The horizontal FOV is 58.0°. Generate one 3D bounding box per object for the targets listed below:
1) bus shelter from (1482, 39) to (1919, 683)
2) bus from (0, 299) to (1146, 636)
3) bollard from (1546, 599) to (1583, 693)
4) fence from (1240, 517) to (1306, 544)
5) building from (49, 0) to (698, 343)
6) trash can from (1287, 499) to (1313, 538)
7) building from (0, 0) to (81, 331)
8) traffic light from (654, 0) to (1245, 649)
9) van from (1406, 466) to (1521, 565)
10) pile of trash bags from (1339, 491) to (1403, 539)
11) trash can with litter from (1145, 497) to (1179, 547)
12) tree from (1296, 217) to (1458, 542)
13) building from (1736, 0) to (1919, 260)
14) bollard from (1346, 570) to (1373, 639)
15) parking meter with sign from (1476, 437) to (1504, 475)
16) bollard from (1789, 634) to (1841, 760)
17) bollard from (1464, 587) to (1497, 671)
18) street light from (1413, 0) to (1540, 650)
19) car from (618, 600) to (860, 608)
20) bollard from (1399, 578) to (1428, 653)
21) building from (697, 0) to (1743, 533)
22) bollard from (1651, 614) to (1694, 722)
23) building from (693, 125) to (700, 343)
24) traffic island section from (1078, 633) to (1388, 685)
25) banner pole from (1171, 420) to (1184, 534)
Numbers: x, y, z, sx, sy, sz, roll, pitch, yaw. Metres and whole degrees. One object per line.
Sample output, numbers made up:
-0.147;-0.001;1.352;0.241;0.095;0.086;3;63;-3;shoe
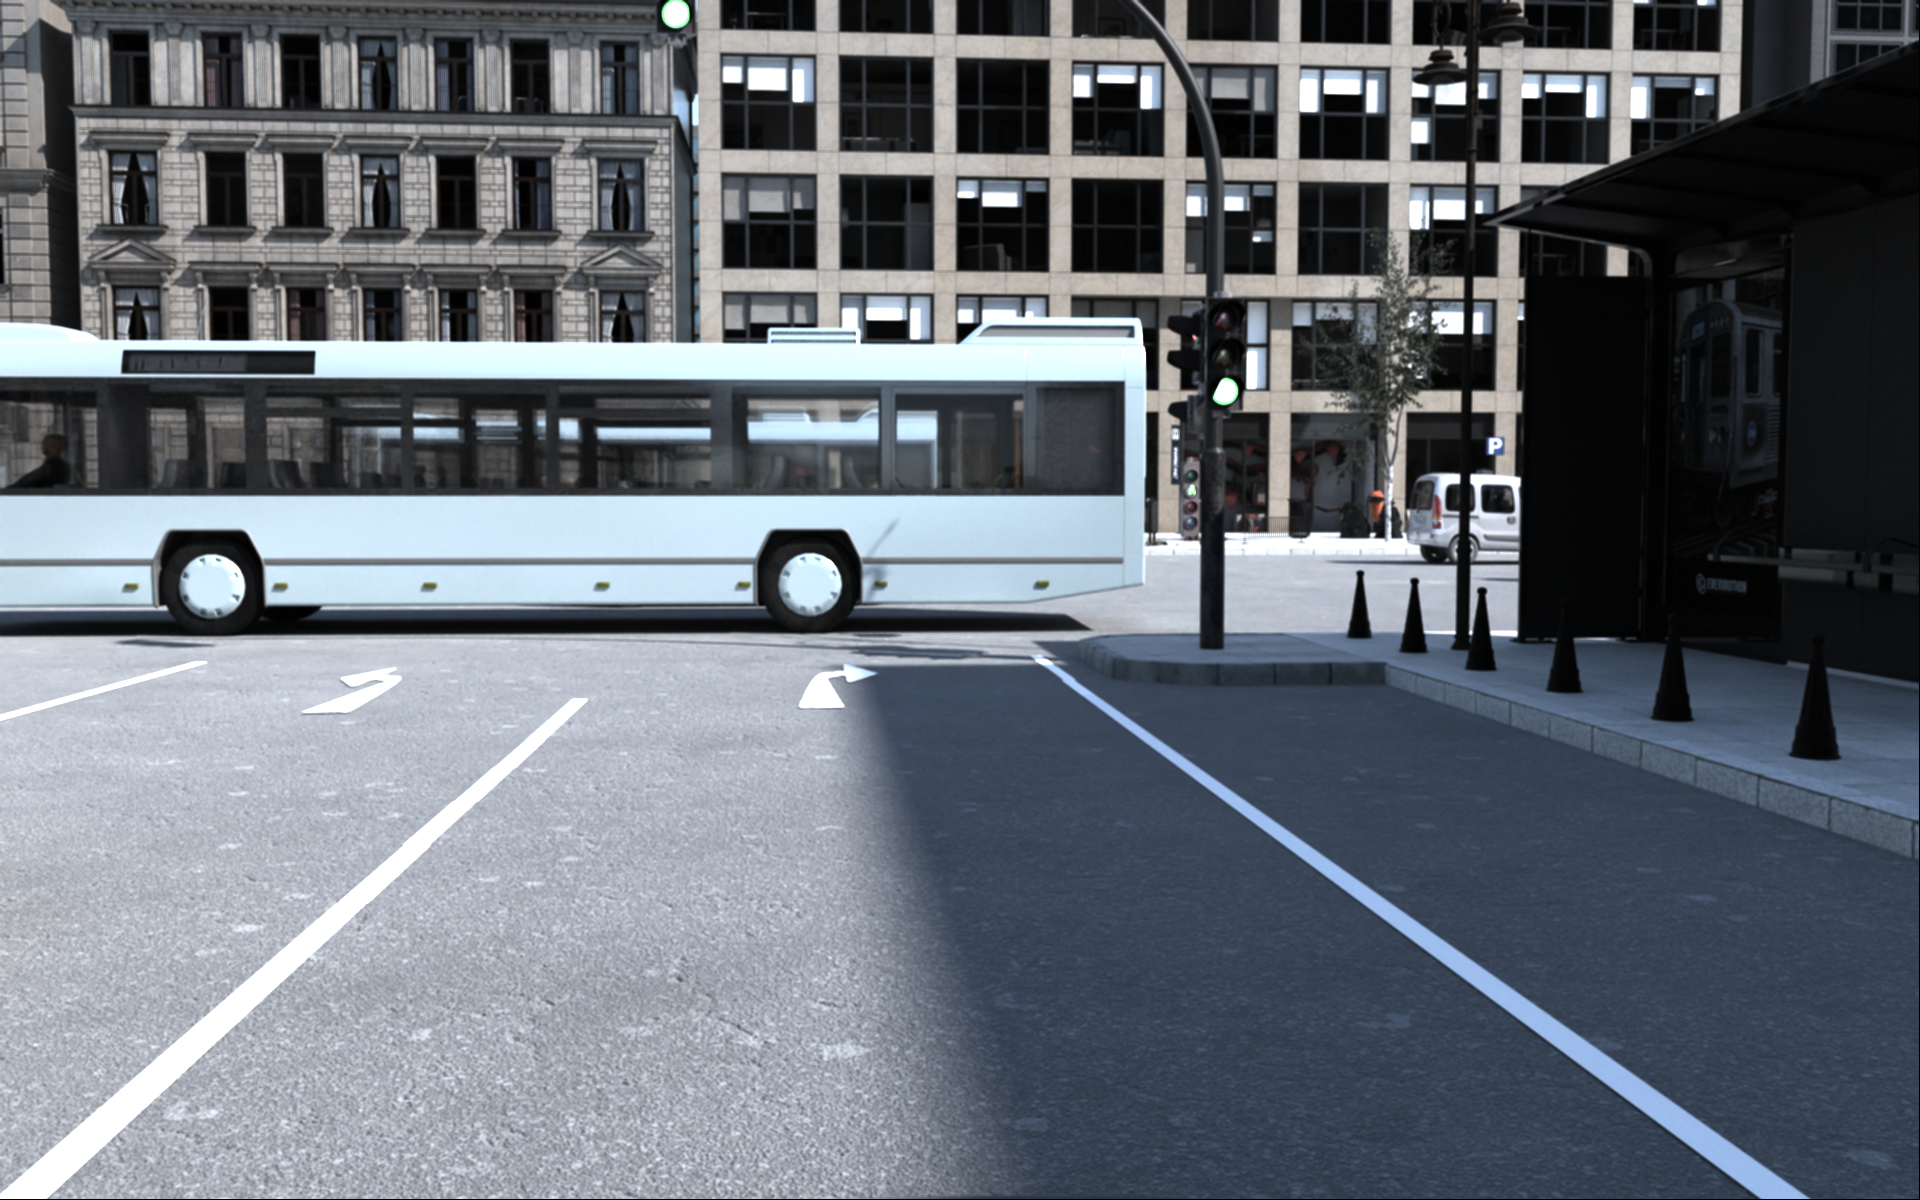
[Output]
5.571;-1.259;11.871;1.731;3.624;6.357;0;4;-5;bus shelter
-4.769;-1.456;18.667;13.247;3.499;2.948;0;4;-3;bus
3.931;0.293;11.250;0.229;0.601;0.229;0;3;0;bollard
8.145;-1.812;44.997;2.069;0.683;0.278;-2;4;-32;fence
-18.260;-11.823;57.929;19.286;19.102;10.561;0;4;-5;building
9.879;-2.368;50.377;0.748;1.137;0.748;0;3;0;trash can
-40.508;-15.907;57.338;25.104;27.353;12.463;0;4;-5;building
-0.010;-2.405;13.991;4.771;5.953;1.251;0;4;-5;traffic light
11.382;-1.755;35.702;4.112;2.044;2.013;0;4;-6;van
12.226;-2.542;51.308;1.912;1.369;3.447;1;4;17;pile of trash bags
4.608;-1.964;43.173;1.678;1.210;2.233;1;4;18;trash can with litter
11.410;-5.875;46.418;4.360;8.622;3.978;0;3;0;tree
38.091;-16.601;64.933;24.014;27.812;14.314;0;4;-5;building
3.572;0.035;15.466;0.229;0.601;0.229;0;3;0;bollard
16.404;-3.531;53.988;0.543;3.016;1.738;0;4;1;parking meter with sign
4.175;0.465;8.440;0.229;0.601;0.229;0;3;0;bollard
3.809;0.207;12.653;0.229;0.601;0.229;0;3;0;bollard
4.148;-2.528;14.125;0.468;5.910;1.993;0;4;-5;street light
-2.996;-0.657;22.750;4.499;1.417;2.014;0;4;-5;car
3.688;0.121;14.064;0.229;0.601;0.229;0;3;0;bollard
7.913;-15.942;65.163;34.151;26.468;19.350;0;4;-5;building
4.055;0.379;9.845;0.229;0.601;0.229;0;3;0;bollard
-28.082;-37.012;224.757;30.456;49.044;23.786;0;4;-5;building
2.107;0.480;14.429;2.009;0.180;2.903;0;4;-5;traffic island section
6.988;-4.003;55.468;0.401;3.779;0.863;3;5;41;banner pole
